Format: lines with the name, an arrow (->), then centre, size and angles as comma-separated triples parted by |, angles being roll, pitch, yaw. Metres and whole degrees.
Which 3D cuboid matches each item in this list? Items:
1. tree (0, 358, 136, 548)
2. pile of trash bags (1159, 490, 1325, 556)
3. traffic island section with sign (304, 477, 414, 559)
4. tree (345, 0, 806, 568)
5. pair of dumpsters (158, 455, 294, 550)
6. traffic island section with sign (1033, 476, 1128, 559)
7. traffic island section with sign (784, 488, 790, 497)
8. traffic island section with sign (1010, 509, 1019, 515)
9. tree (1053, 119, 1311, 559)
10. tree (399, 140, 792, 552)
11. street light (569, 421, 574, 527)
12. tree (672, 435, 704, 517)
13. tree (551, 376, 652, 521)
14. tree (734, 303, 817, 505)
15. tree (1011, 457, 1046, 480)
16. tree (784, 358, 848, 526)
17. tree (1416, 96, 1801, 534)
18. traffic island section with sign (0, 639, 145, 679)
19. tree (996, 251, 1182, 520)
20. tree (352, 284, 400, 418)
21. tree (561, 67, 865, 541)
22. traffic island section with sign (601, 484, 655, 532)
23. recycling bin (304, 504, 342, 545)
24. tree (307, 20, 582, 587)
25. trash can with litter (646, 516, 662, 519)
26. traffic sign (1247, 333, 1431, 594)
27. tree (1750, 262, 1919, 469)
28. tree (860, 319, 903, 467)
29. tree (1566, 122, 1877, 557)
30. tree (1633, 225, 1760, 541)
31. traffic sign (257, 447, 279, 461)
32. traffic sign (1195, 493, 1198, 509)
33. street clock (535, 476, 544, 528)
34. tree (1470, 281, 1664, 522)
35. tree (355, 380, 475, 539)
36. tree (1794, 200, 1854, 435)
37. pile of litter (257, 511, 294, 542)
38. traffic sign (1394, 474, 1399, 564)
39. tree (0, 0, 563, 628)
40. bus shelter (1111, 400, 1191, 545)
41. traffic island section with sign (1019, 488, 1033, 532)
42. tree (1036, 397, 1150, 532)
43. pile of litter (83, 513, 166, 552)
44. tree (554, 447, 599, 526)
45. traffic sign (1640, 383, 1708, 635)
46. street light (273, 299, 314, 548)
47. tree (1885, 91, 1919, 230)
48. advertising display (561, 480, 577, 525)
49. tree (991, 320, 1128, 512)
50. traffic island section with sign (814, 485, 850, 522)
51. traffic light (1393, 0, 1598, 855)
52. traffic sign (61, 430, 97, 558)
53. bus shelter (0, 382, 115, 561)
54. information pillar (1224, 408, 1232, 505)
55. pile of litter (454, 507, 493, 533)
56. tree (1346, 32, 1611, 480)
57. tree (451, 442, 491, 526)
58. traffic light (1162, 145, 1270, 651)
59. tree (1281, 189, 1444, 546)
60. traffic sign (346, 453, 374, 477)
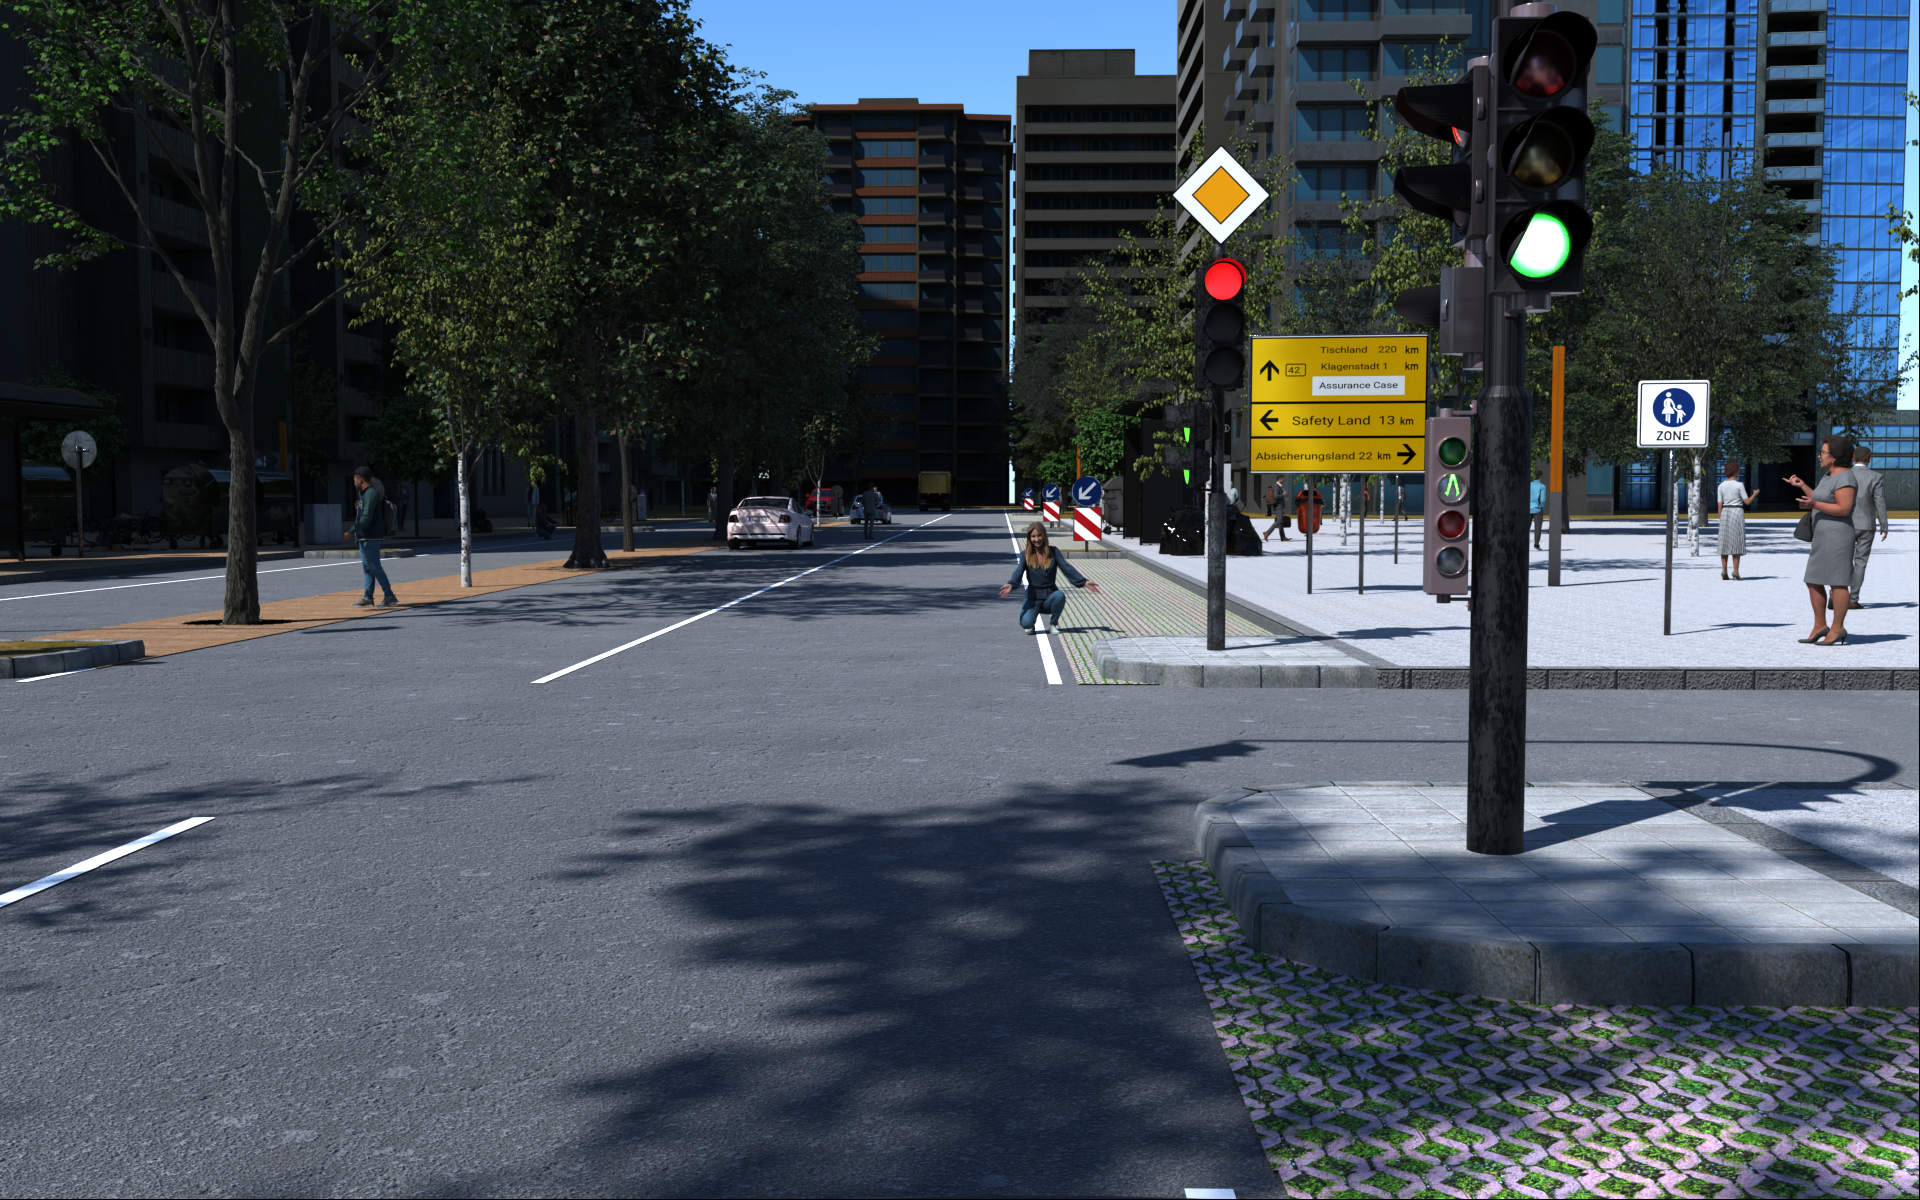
tree -> -21.749, -3.569, 42.069 | 4.285, 4.588, 4.351 | 0, 3, 0
pile of trash bags -> 5.950, -1.644, 36.629 | 3.447, 1.369, 1.912 | 0, 4, 5
traffic island section with sign -> -13.513, -1.871, 39.226 | 1.989, 1.847, 2.006 | 0, 4, 1
tree -> -7.209, -6.967, 33.380 | 9.611, 12.733, 9.660 | 0, 3, 0
pair of dumpsters -> -17.725, -2.414, 41.966 | 1.574, 2.255, 4.437 | 0, 4, 1
traffic island section with sign -> 2.706, -1.848, 38.841 | 1.989, 1.847, 2.006 | 0, 4, 1
traffic island section with sign -> -11.723, -6.589, 116.361 | 1.989, 1.847, 2.006 | 0, 4, 1
traffic island section with sign -> 4.489, -6.566, 115.976 | 1.989, 1.847, 2.006 | 0, 4, 1
tree -> 4.770, -5.129, 34.223 | 4.737, 8.622, 4.395 | 0, 3, 0
tree -> -8.145, -6.480, 42.811 | 8.767, 10.594, 7.601 | 0, 4, 1
street light -> -15.218, -5.804, 67.684 | 0.468, 5.910, 1.993 | 0, 4, 1
tree -> -15.228, -8.929, 96.350 | 4.360, 8.622, 3.978 | 0, 3, 0
tree -> -15.624, -10.528, 82.501 | 12.009, 13.543, 11.850 | 0, 3, 0
tree -> -7.167, -6.582, 60.443 | 4.737, 8.622, 4.395 | 0, 3, 0
tree -> 8.372, -14.117, 165.217 | 7.601, 10.594, 8.767 | -2, 4, -28
tree -> -6.244, -7.560, 76.433 | 4.360, 8.622, 3.978 | 0, 3, 0
tree -> 19.254, -9.072, 54.985 | 9.857, 13.997, 8.962 | 0, 3, 0
traffic island section with sign -> -8.158, -0.368, 14.148 | 2.006, 1.907, 1.989 | 0, 4, 1
tree -> 6.316, -10.807, 87.068 | 12.009, 13.543, 11.850 | 0, 3, 0
tree -> -16.841, -7.599, 58.653 | 7.601, 10.594, 8.767 | -2, 4, -31
tree -> -7.253, -8.794, 52.897 | 9.857, 13.997, 8.962 | 0, 3, 0
traffic island section with sign -> -12.869, -3.566, 66.930 | 1.989, 1.847, 2.006 | 0, 4, 1
recycling bin -> -16.192, -1.925, 44.021 | 0.722, 1.027, 0.722 | -3, 5, -41
tree -> -7.524, -4.478, 26.034 | 4.737, 8.622, 4.395 | 0, 3, 0
trash can with litter -> -16.346, -4.727, 88.350 | 2.233, 1.210, 1.678 | -1, 4, -10
traffic sign -> 4.808, -1.725, 22.082 | 2.265, 3.308, 0.079 | 0, 4, 8
tree -> 29.092, -6.528, 57.094 | 4.360, 8.622, 3.978 | 0, 3, 0
tree -> -7.182, -9.117, 68.520 | 9.611, 12.733, 9.660 | 0, 3, 0
tree -> 15.319, -5.197, 35.334 | 4.360, 8.622, 3.978 | 0, 3, 0
tree -> 19.565, -5.893, 46.708 | 4.737, 8.622, 4.395 | 0, 3, 0
traffic sign -> -19.212, -2.947, 47.914 | 0.795, 2.593, 0.064 | 1, 4, 9
traffic sign -> 6.564, -2.933, 48.058 | 0.768, 2.556, 0.104 | 0, 4, 5
street clock -> -16.166, -3.776, 66.314 | 0.471, 2.002, 0.358 | 1, 4, 17
tree -> 28.192, -9.995, 80.430 | 9.611, 12.733, 9.660 | 0, 3, 0
tree -> -15.627, -4.055, 50.009 | 4.285, 4.588, 4.351 | 0, 3, 0
tree -> 28.887, -9.805, 66.975 | 9.857, 13.997, 8.962 | 0, 3, 0
pile of litter -> -18.519, -2.006, 46.767 | 1.176, 0.858, 1.719 | 0, 4, 0
traffic sign -> 7.998, -1.809, 31.708 | 0.606, 2.300, 0.079 | 0, 4, 2
tree -> -7.778, -5.524, 18.528 | 9.928, 11.665, 9.643 | 0, 3, 0
bus shelter -> 5.081, -3.368, 46.345 | 1.731, 3.624, 6.357 | 0, 4, 1
traffic island section with sign -> 3.338, -3.496, 65.789 | 1.989, 1.847, 2.006 | 0, 4, 1
tree -> 5.283, -4.564, 58.340 | 4.285, 4.588, 4.351 | 0, 3, 0
pile of litter -> -18.718, -1.525, 38.891 | 1.719, 0.858, 1.176 | -1, 4, -20
tree -> -15.545, -4.645, 70.549 | 1.663, 3.219, 1.824 | 0, 3, 0
traffic sign -> 6.426, -0.828, 15.670 | 0.606, 2.300, 0.079 | 1, 4, 10
street light -> -15.859, -4.186, 41.225 | 0.468, 5.910, 1.993 | 0, 4, 1
tree -> 17.283, -4.771, 28.370 | 4.737, 8.622, 4.395 | 0, 3, 0
advertising display -> -16.286, -4.100, 72.255 | 0.123, 1.923, 0.974 | 1, 4, 22
tree -> 7.762, -13.481, 127.064 | 9.857, 13.997, 8.962 | 0, 3, 0
traffic island section with sign -> -6.421, -4.962, 89.266 | 2.006, 1.907, 1.989 | 0, 4, 1
traffic light -> -0.191, -1.920, 6.060 | 4.771, 5.953, 1.251 | 0, 4, 1
traffic sign -> -17.666, -2.118, 34.733 | 0.768, 2.556, 0.104 | 0, 4, 7
bus shelter -> -17.332, -2.245, 30.634 | 2.014, 3.302, 5.546 | 0, 4, 1
information pillar -> 7.150, -3.412, 47.141 | 0.504, 3.616, 0.183 | 1, 4, 10
pile of litter -> -16.085, -2.637, 57.080 | 1.176, 0.858, 1.719 | 2, 4, 27
tree -> 8.032, -4.747, 27.980 | 4.737, 8.622, 4.395 | 0, 3, 0
tree -> -20.077, -7.294, 69.617 | 4.360, 8.622, 3.978 | 0, 3, 0
traffic light -> 2.088, -1.542, 14.136 | 0.839, 4.253, 0.868 | 0, 4, 1
tree -> 9.712, -5.665, 42.987 | 4.360, 8.622, 3.978 | 0, 3, 0
traffic sign -> -18.459, -3.258, 53.276 | 0.884, 2.594, 0.081 | 0, 4, 2
